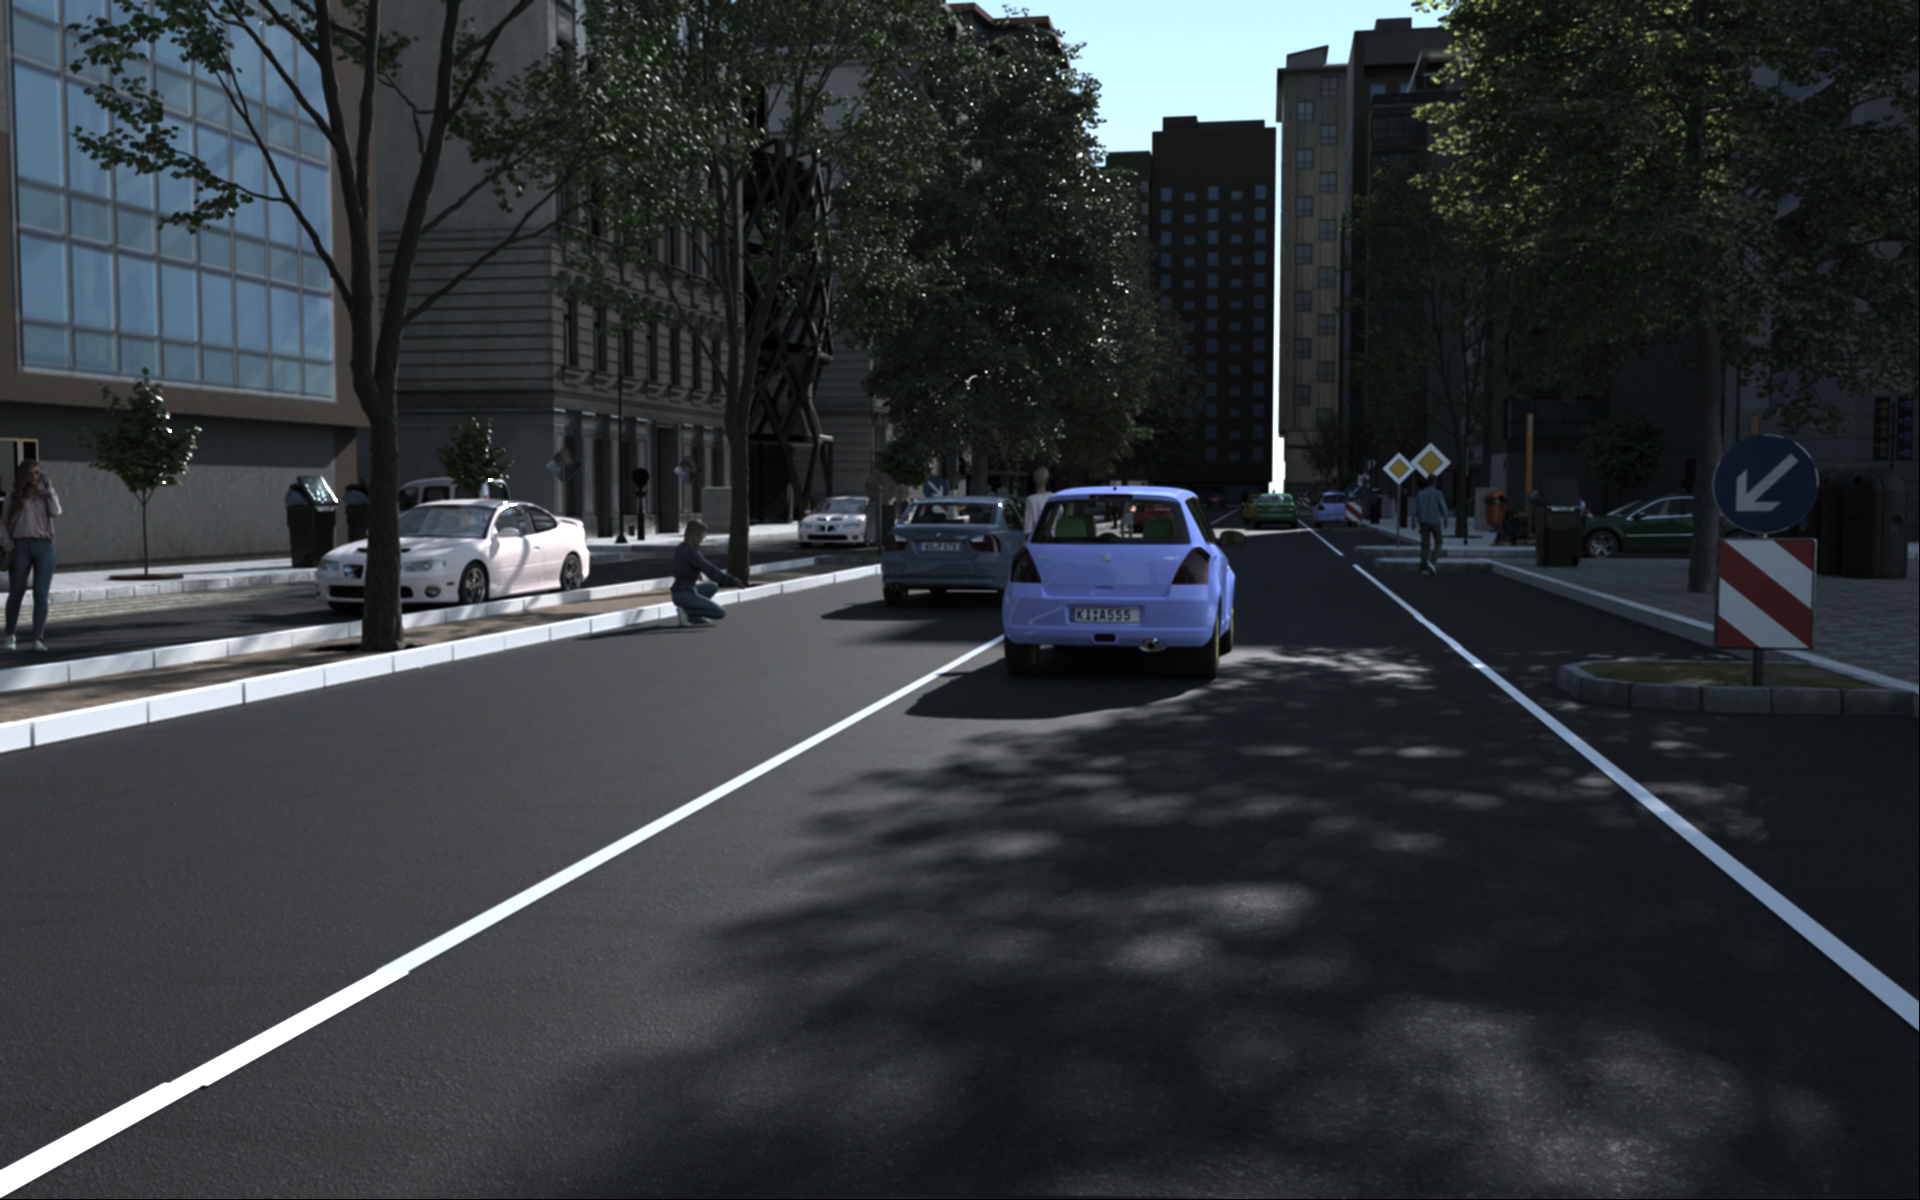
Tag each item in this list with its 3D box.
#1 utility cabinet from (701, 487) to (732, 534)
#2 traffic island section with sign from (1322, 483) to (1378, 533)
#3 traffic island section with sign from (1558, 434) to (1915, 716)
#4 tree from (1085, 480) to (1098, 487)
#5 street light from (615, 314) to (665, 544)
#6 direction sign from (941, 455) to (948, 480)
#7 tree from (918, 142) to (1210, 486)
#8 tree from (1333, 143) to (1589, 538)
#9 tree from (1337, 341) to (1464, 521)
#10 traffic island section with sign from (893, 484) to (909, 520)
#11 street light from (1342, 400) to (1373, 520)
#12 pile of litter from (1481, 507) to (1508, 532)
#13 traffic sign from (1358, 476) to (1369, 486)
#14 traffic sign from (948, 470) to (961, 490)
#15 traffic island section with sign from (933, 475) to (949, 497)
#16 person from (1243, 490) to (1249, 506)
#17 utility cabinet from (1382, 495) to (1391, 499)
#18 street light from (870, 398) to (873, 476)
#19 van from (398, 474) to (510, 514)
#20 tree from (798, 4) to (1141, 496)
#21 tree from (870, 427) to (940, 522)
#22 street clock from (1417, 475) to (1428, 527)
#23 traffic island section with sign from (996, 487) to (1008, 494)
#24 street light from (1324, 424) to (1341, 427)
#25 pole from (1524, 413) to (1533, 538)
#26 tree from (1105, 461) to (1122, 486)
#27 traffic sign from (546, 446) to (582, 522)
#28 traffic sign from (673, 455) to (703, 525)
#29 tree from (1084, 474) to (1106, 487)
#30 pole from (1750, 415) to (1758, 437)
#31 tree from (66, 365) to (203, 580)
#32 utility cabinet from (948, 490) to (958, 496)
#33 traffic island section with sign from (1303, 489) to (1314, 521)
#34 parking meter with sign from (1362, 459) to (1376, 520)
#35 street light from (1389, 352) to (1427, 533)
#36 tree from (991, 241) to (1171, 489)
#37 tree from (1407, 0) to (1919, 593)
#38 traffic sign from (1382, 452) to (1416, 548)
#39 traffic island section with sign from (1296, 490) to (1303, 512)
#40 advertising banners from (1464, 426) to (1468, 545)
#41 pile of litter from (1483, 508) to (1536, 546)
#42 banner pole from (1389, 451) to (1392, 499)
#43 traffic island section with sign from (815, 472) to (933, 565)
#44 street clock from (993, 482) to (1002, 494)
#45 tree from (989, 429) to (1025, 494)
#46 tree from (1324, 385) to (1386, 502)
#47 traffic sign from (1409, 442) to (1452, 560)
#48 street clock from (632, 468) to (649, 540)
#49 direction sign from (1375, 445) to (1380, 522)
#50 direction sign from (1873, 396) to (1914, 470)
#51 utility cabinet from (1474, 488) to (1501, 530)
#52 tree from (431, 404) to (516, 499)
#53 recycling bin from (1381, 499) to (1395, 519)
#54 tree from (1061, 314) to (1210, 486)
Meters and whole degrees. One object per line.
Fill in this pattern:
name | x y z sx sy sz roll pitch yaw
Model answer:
utility cabinet | -7.684 -2.840 55.105 1.173 1.500 0.318 2 4 32
traffic island section with sign | 14.762 -3.485 65.613 1.989 1.847 2.006 1 4 10
traffic island section with sign | 5.363 -0.223 12.270 1.989 1.847 2.006 1 4 10
tree | 12.534 -10.629 168.378 1.663 3.219 1.824 0 3 0
street light | -8.281 -4.420 44.801 1.470 5.913 1.316 1 4 10
direction sign | -0.892 -6.462 97.649 0.379 3.537 0.876 -2 4 -24
tree | 2.790 -8.997 59.927 12.009 13.543 11.850 0 3 0
tree | 14.787 -7.648 50.803 9.928 11.665 9.643 0 3 0
tree | 20.927 -8.067 82.255 4.737 8.622 4.395 0 3 0
traffic island section with sign | -2.388 -3.670 68.637 1.989 1.847 2.006 1 4 10
street light | 19.863 -6.936 85.937 1.470 5.913 1.316 1 4 10
pile of litter | 18.392 -2.719 58.417 1.719 0.858 1.176 2 4 25
traffic sign | 22.026 -5.654 94.568 0.606 2.300 0.079 1 4 17
traffic sign | -0.313 -5.700 93.297 0.768 2.556 0.104 1 4 17
traffic island section with sign | -0.483 -2.131 42.971 2.006 1.907 1.989 1 4 10
person | 25.226 -8.807 152.516 0.705 1.821 1.348 -2 4 -24
utility cabinet | 25.473 -5.719 104.660 1.020 1.237 0.306 0 4 1
street light | -3.251 -6.199 73.899 1.470 5.913 1.316 1 4 10
van | -13.068 -2.157 42.282 4.112 2.044 2.013 1 4 8
tree | 0.469 -8.400 46.446 9.857 13.997 8.962 0 3 0
tree | -2.475 -5.962 81.187 4.285 4.588 4.351 0 3 0
street clock | 17.767 -3.782 66.413 0.358 2.002 0.471 -2 4 -24
traffic island section with sign | 2.306 -5.294 95.186 1.989 1.847 2.006 1 4 10
street light | 24.888 -8.716 115.045 1.470 5.913 1.316 1 4 10
pole | 14.385 -3.057 43.829 0.158 3.312 0.155 0 3 0
tree | 17.063 -14.799 192.333 4.360 8.622 3.978 0 3 0
traffic sign | -8.353 -2.012 36.533 0.795 2.450 0.064 1 4 10
traffic sign | -6.966 -2.493 44.397 0.795 2.450 0.064 1 4 10
tree | 13.362 -11.793 176.535 4.285 4.588 4.351 0 3 0
pole | 20.521 -3.119 44.843 0.158 3.312 0.155 0 3 0
tree | -12.191 -1.926 26.099 1.663 3.219 1.824 0 3 0
utility cabinet | -0.376 -4.990 90.263 0.318 1.500 1.173 1 4 10
traffic island section with sign | 19.504 -5.125 92.421 1.989 1.847 2.006 1 4 10
parking meter with sign | 20.653 -5.584 87.557 0.543 3.016 1.738 0 4 4
street light | 14.690 -5.155 56.830 1.470 5.913 1.316 1 4 10
tree | 5.326 -9.578 77.178 7.486 12.596 7.792 0 3 0
tree | 9.383 -6.384 22.511 7.486 12.596 7.792 0 3 0
traffic sign | 10.457 -2.304 41.314 0.795 2.450 0.064 1 4 10
traffic island section with sign | 28.173 -8.133 141.598 1.989 1.847 2.006 1 4 10
advertising banners | 12.881 -2.927 44.039 0.090 3.025 2.074 1 4 16
pile of litter | 13.969 -1.766 42.839 1.719 0.858 1.176 1 4 11
banner pole | 25.323 -6.845 101.928 0.401 3.779 0.863 1 4 22
traffic island section with sign | -1.779 -1.684 35.677 2.006 1.907 1.989 1 4 10
street clock | 2.307 -6.227 106.387 0.471 2.002 0.358 -1 4 -12
tree | 3.501 -10.145 116.231 4.360 8.622 3.978 0 3 0
tree | 25.492 -9.847 111.365 4.360 8.622 3.978 0 3 0
traffic sign | 9.069 -1.823 33.450 0.795 2.450 0.064 1 4 10
street clock | -8.876 -2.665 48.149 0.471 2.002 0.358 -1 4 -14
direction sign | 19.103 -5.351 79.484 0.379 3.537 0.876 1 4 12
direction sign | 21.636 -2.949 40.216 0.379 3.537 0.876 -3 4 -36
utility cabinet | 18.662 -3.215 61.240 1.173 1.500 0.318 -3 5 -41
tree | -10.443 -2.622 37.470 1.663 3.219 1.824 0 3 0
recycling bin | 22.499 -4.810 91.200 0.722 1.027 0.722 1 4 23
tree | 9.567 -11.067 100.409 9.611 12.733 9.660 0 3 0
